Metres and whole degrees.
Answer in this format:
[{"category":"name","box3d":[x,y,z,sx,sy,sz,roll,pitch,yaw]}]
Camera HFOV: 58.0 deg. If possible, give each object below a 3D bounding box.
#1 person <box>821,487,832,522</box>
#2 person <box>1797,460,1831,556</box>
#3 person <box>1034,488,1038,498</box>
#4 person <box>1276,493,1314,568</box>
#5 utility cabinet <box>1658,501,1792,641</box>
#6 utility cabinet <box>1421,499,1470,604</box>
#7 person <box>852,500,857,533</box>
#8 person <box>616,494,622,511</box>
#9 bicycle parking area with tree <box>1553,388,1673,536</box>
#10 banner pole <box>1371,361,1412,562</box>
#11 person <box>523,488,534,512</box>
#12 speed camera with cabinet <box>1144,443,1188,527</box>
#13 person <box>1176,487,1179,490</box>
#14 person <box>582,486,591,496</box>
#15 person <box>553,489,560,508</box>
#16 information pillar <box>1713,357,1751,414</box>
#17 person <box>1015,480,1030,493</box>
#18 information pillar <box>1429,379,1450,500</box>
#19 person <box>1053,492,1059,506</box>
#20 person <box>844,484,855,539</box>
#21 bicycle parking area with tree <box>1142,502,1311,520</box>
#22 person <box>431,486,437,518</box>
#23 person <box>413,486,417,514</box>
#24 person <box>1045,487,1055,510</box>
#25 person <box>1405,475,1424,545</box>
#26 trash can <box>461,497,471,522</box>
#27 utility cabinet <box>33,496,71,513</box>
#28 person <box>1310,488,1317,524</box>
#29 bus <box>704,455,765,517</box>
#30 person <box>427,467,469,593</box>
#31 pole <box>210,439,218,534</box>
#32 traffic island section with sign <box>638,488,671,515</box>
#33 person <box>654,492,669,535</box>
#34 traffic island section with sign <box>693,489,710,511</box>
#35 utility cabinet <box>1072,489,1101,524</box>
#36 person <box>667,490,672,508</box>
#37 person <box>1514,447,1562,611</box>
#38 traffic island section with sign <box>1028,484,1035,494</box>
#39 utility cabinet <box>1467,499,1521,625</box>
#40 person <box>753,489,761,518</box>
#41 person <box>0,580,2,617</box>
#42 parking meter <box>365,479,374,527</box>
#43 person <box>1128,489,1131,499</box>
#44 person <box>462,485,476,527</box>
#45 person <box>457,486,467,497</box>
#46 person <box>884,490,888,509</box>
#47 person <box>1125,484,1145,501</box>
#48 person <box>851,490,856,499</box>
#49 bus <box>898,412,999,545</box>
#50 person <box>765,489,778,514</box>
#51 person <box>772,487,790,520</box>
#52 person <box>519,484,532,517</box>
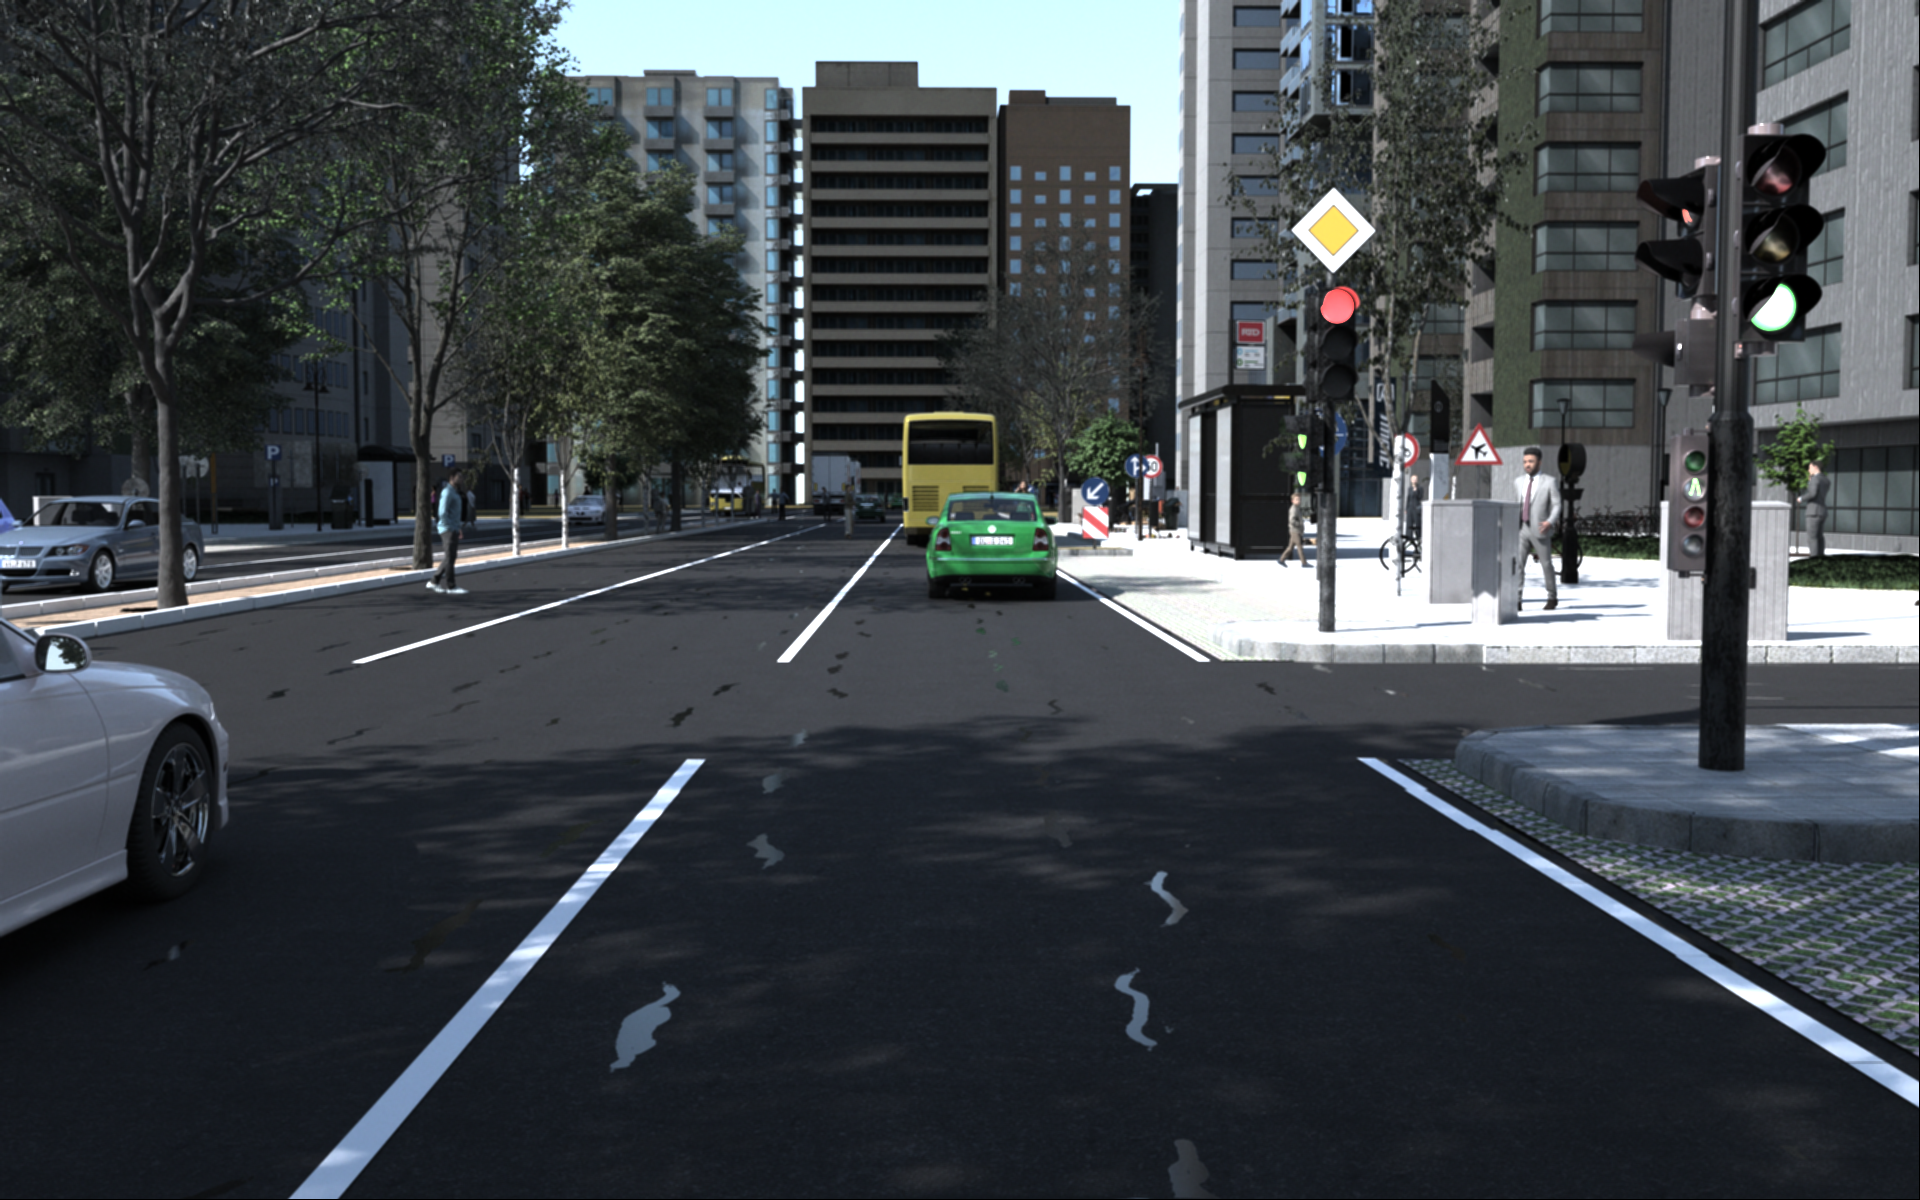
[{"category":"person","box3d":[-6.954,-4.999,90.420,0.592,1.802,0.473,-1,4,-16]},{"category":"person","box3d":[14.217,-1.411,28.923,0.655,1.846,0.447,-3,5,-43]},{"category":"person","box3d":[5.919,-8.076,138.798,0.721,1.735,1.217,3,5,42]},{"category":"person","box3d":[5.836,-1.212,30.126,0.640,1.303,0.475,0,4,8]},{"category":"utility cabinet","box3d":[6.706,-0.247,15.203,1.020,1.237,0.306,0,4,4]},{"category":"utility cabinet","box3d":[5.942,-0.560,20.315,1.020,1.237,0.306,-1,4,-10]},{"category":"person","box3d":[-4.027,-3.112,64.395,0.382,1.210,0.505,1,4,19]},{"category":"person","box3d":[-25.595,-7.357,129.524,0.799,1.438,0.628,-3,5,-44]},{"category":"bicycle parking area with tree","box3d":[18.837,-3.838,49.759,9.016,4.147,8.231,0,4,3]},{"category":"banner pole","box3d":[8.134,-2.606,32.619,0.863,3.779,0.401,-1,4,-18]},{"category":"person","box3d":[-31.838,-7.370,127.360,0.721,1.723,1.217,3,5,39]},{"category":"speed camera with cabinet","box3d":[8.179,-4.489,67.728,2.038,3.252,0.660,-2,4,-27]},{"category":"person","box3d":[16.349,-7.571,129.698,0.599,1.838,0.709,2,4,30]},{"category":"person","box3d":[-24.084,-6.455,111.603,0.705,1.821,1.348,-3,5,-42]},{"category":"person","box3d":[-37.411,-9.431,160.915,1.217,1.739,0.721,3,4,36]},{"category":"information pillar","box3d":[7.270,-1.527,16.316,0.504,3.616,0.183,-2,4,-35]},{"category":"person","box3d":[1.658,-2.201,44.735,0.600,1.795,0.529,1,4,12]},{"category":"information pillar","box3d":[9.788,-2.694,35.409,0.504,3.616,0.183,-2,4,-33]},{"category":"person","box3d":[7.007,-7.017,123.996,0.697,1.427,0.421,0,4,-3]},{"category":"person","box3d":[-3.555,-2.856,55.744,0.362,1.759,0.519,0,4,-2]},{"category":"bicycle parking area with tree","box3d":[13.213,-6.129,87.218,9.016,4.147,8.231,0,4,8]},{"category":"person","box3d":[-28.032,-5.224,92.130,0.721,1.739,1.217,0,4,8]},{"category":"person","box3d":[-35.895,-6.622,114.319,0.705,1.822,1.348,0,4,-8]},{"category":"person","box3d":[7.460,-8.209,139.897,1.348,1.869,0.705,2,4,25]},{"category":"person","box3d":[11.580,-2.304,44.129,0.576,1.772,0.534,2,4,33]},{"category":"trash can","box3d":[-22.692,-4.151,79.526,0.748,1.137,0.748,0,3,0]},{"category":"utility cabinet","box3d":[-24.231,-2.155,46.394,0.306,1.237,1.020,2,4,33]},{"category":"person","box3d":[11.072,-2.892,53.294,0.622,1.834,0.822,2,4,27]},{"category":"bus","box3d":[-14.518,-7.443,113.246,2.896,3.916,12.252,0,4,-1]},{"category":"person","box3d":[-7.421,-1.010,25.038,0.620,1.820,0.660,-1,4,-10]},{"category":"pole","box3d":[-24.069,-3.792,55.850,0.158,3.312,0.155,0,3,0]},{"category":"traffic island section with sign","box3d":[-20.838,-6.711,118.348,1.989,1.847,2.006,0,4,-1]},{"category":"person","box3d":[-9.973,-2.848,57.661,0.503,1.515,0.523,-2,4,-27]},{"category":"traffic island section with sign","box3d":[-21.337,-8.381,145.661,1.989,1.847,2.006,0,4,-1]},{"category":"utility cabinet","box3d":[5.250,-3.870,71.954,1.173,1.500,0.318,1,4,8]},{"category":"person","box3d":[-26.994,-9.464,161.504,0.721,1.736,1.217,1,4,15]},{"category":"person","box3d":[6.310,-0.776,19.006,0.850,1.792,0.678,-3,5,-42]},{"category":"traffic island section with sign","box3d":[2.496,-3.657,68.414,1.989,1.847,2.006,0,4,-1]},{"category":"utility cabinet","box3d":[5.388,-0.380,17.383,0.306,1.237,1.020,2,4,27]},{"category":"person","box3d":[-11.524,-5.468,98.821,0.530,1.710,0.541,-1,4,-11]},{"category":"person","box3d":[-4.605,0.044,8.002,0.641,1.798,0.478,-3,5,-44]},{"category":"parking meter","box3d":[-22.774,-3.733,66.746,0.255,1.863,0.399,-1,4,-12]},{"category":"person","box3d":[11.948,-6.904,119.636,0.721,1.743,1.217,-2,4,-27]},{"category":"person","box3d":[-19.802,-3.741,69.891,0.641,1.798,0.478,0,4,7]},{"category":"person","box3d":[-35.258,-7.083,121.866,1.348,1.821,0.705,-1,4,-22]},{"category":"person","box3d":[-7.037,-9.555,164.868,0.705,1.807,1.348,-1,4,-11]},{"category":"person","box3d":[9.384,-5.344,93.512,0.705,1.812,1.348,-3,5,-44]},{"category":"person","box3d":[-8.066,-7.521,132.204,1.217,1.736,0.721,3,4,38]},{"category":"bus","box3d":[-0.416,-3.659,51.380,2.896,3.916,12.252,0,4,-2]},{"category":"person","box3d":[-13.620,-7.248,126.995,1.348,1.826,0.705,-1,4,-14]},{"category":"person","box3d":[-9.882,-5.352,95.988,1.348,1.826,0.705,3,4,36]},{"category":"person","box3d":[-24.958,-5.648,98.348,1.348,1.831,0.705,-3,4,-38]}]
